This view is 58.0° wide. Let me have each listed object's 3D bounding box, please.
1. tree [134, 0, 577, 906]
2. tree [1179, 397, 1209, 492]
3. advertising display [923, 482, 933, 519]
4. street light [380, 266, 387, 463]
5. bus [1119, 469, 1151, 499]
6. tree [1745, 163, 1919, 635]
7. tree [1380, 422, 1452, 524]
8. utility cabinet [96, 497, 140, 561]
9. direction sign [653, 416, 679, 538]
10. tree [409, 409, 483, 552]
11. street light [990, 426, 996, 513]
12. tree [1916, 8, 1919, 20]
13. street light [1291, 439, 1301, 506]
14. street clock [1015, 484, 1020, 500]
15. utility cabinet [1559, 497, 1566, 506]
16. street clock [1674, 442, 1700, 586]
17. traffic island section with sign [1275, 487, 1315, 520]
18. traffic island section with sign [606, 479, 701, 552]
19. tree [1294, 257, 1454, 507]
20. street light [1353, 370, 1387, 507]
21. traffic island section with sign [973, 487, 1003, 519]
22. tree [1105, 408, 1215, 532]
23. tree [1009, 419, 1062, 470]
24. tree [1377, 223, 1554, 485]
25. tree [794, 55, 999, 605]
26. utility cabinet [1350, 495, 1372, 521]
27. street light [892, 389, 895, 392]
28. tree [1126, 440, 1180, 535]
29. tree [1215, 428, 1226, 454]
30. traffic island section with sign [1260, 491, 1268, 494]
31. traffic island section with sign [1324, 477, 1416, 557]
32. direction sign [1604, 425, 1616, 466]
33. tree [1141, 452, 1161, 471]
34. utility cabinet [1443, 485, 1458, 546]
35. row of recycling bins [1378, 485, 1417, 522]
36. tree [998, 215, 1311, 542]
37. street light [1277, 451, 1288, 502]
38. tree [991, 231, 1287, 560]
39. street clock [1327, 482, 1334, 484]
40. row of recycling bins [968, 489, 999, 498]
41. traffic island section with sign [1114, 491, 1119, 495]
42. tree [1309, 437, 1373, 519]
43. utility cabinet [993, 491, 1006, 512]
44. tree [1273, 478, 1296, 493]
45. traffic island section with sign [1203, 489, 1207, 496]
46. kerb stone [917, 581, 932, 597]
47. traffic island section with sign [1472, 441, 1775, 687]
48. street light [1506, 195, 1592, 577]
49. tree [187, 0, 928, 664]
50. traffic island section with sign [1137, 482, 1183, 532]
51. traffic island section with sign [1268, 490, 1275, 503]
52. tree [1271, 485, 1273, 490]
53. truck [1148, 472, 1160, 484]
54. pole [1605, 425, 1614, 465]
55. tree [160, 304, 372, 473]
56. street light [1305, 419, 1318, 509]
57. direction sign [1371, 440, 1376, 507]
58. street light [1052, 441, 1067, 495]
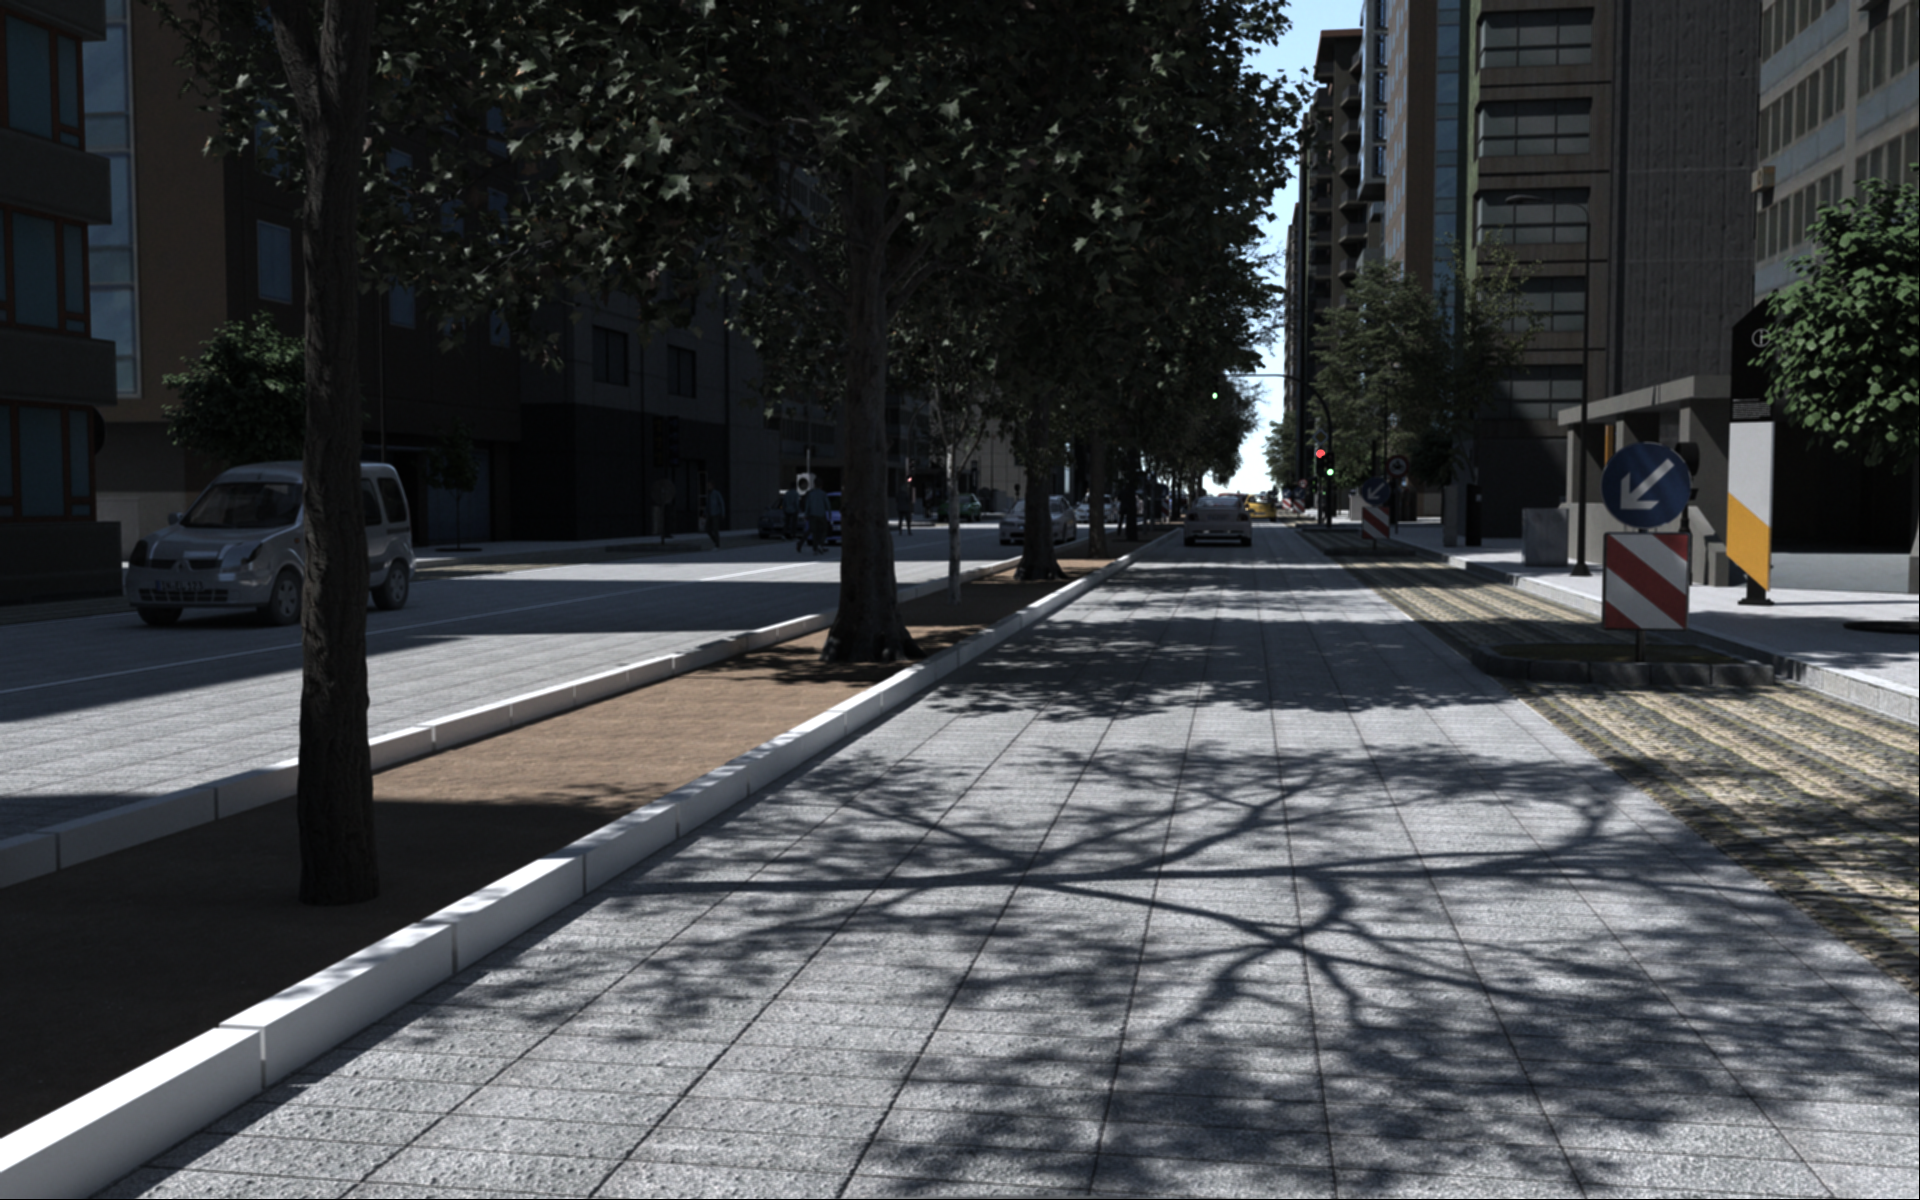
[{"bbox_3d":[-2.272,-4.195,5.456,8.767,10.594,7.601,1,4,9],"label":"tree"},{"bbox_3d":[6.443,-6.557,60.031,4.360,8.622,3.978,0,3,0],"label":"tree"},{"bbox_3d":[-1.690,-5.259,91.205,0.123,1.923,0.974,2,4,27],"label":"advertising display"},{"bbox_3d":[-10.626,-3.724,33.428,1.470,5.913,1.316,1,4,9],"label":"street light"},{"bbox_3d":[18.128,-11.338,176.925,2.896,3.916,12.252,1,4,9],"label":"bus"},{"bbox_3d":[9.133,-1.984,16.156,4.285,4.588,4.351,0,3,0],"label":"tree"},{"bbox_3d":[20.738,-5.536,74.219,4.285,4.588,4.351,0,3,0],"label":"tree"},{"bbox_3d":[-16.166,-1.335,32.986,0.306,1.237,1.020,2,4,28],"label":"utility cabinet"},{"bbox_3d":[-8.532,-3.568,50.331,0.876,3.537,0.379,2,4,24],"label":"direction sign"},{"bbox_3d":[-11.273,-2.721,39.088,1.663,3.219,1.824,0,3,0],"label":"tree"},{"bbox_3d":[2.660,-8.713,115.004,1.470,5.913,1.316,1,4,9],"label":"street light"},{"bbox_3d":[6.652,-3.520,7.908,4.360,8.622,3.978,0,3,0],"label":"tree"},{"bbox_3d":[28.772,-10.659,146.819,1.470,5.913,1.316,1,4,9],"label":"street light"},{"bbox_3d":[4.198,-7.468,126.678,0.358,2.002,0.471,2,4,30],"label":"street clock"},{"bbox_3d":[15.296,-1.937,42.824,1.020,1.237,0.306,-2,4,-25],"label":"utility cabinet"},{"bbox_3d":[10.150,-1.203,24.247,0.358,2.002,0.471,0,4,8],"label":"street clock"},{"bbox_3d":[18.540,-5.309,95.428,1.989,1.847,2.006,1,4,9],"label":"traffic island section with sign"},{"bbox_3d":[-7.601,-2.131,43.467,1.989,1.847,2.006,1,4,9],"label":"traffic island section with sign"},{"bbox_3d":[20.524,-10.097,83.219,7.486,12.596,7.792,0,3,0],"label":"tree"},{"bbox_3d":[15.440,-5.661,65.103,1.470,5.913,1.316,1,4,9],"label":"street light"},{"bbox_3d":[1.425,-5.508,98.686,1.989,1.847,2.006,1,4,9],"label":"traffic island section with sign"},{"bbox_3d":[7.230,-6.880,65.307,4.737,8.622,4.395,0,3,0],"label":"tree"},{"bbox_3d":[6.807,-11.920,145.250,4.737,8.622,4.395,0,3,0],"label":"tree"},{"bbox_3d":[13.767,-5.909,46.970,4.737,8.622,4.395,0,3,0],"label":"tree"},{"bbox_3d":[-0.095,-4.217,21.772,4.360,8.622,3.978,0,3,0],"label":"tree"},{"bbox_3d":[19.214,-4.391,82.948,1.020,1.237,0.306,0,4,2],"label":"utility cabinet"},{"bbox_3d":[-3.564,-6.372,76.724,1.470,5.913,1.316,1,4,9],"label":"street light"},{"bbox_3d":[3.307,-5.529,43.221,4.360,8.622,3.978,0,3,0],"label":"tree"},{"bbox_3d":[16.023,-10.057,117.255,4.737,8.622,4.395,0,3,0],"label":"tree"},{"bbox_3d":[31.109,-10.006,172.225,1.989,1.847,2.006,1,4,9],"label":"traffic island section with sign"},{"bbox_3d":[9.550,-1.949,40.495,1.989,1.847,2.006,1,4,9],"label":"traffic island section with sign"},{"bbox_3d":[18.124,-3.451,48.416,0.876,3.537,0.379,1,4,13],"label":"direction sign"},{"bbox_3d":[32.978,-23.363,307.734,9.928,11.665,9.643,0,3,0],"label":"tree"},{"bbox_3d":[12.039,-2.073,42.567,0.318,1.500,1.173,1,4,14],"label":"utility cabinet"},{"bbox_3d":[20.260,-4.479,80.351,1.069,1.692,3.534,2,4,34],"label":"row of recycling bins"},{"bbox_3d":[5.160,-8.495,51.713,12.009,13.543,11.850,0,3,0],"label":"tree"},{"bbox_3d":[34.898,-12.978,184.732,1.470,5.913,1.316,1,4,9],"label":"street light"},{"bbox_3d":[3.045,-7.123,37.053,7.486,12.596,7.792,0,3,0],"label":"tree"},{"bbox_3d":[21.535,-5.878,100.668,0.471,2.002,0.358,-3,5,-41],"label":"street clock"},{"bbox_3d":[1.623,-7.909,136.424,3.534,1.692,1.069,-3,4,-36],"label":"row of recycling bins"},{"bbox_3d":[18.266,-11.805,201.640,1.989,1.847,2.006,1,4,9],"label":"traffic island section with sign"},{"bbox_3d":[21.002,-6.559,90.959,4.285,4.588,4.351,0,3,0],"label":"tree"},{"bbox_3d":[2.793,-6.971,122.657,0.318,1.500,1.173,3,4,37],"label":"utility cabinet"},{"bbox_3d":[41.067,-13.716,218.853,1.663,3.219,1.824,0,3,0],"label":"tree"},{"bbox_3d":[20.777,-8.574,148.317,2.006,1.907,1.989,1,4,9],"label":"traffic island section with sign"},{"bbox_3d":[-0.570,-0.124,24.252,0.120,0.150,1.000,1,4,9],"label":"kerb stone"},{"bbox_3d":[5.204,-0.322,13.891,1.989,1.847,2.006,1,4,9],"label":"traffic island section with sign"},{"bbox_3d":[9.188,-3.333,27.037,1.470,5.913,1.316,1,4,9],"label":"street light"},{"bbox_3d":[-0.820,-5.819,14.600,9.611,12.733,9.660,0,3,0],"label":"tree"},{"bbox_3d":[7.450,-3.591,66.851,2.006,1.907,1.989,1,4,9],"label":"traffic island section with sign"},{"bbox_3d":[23.002,-6.976,122.681,1.989,1.847,2.006,1,4,9],"label":"traffic island section with sign"},{"bbox_3d":[53.397,-18.316,294.064,1.663,3.219,1.824,0,3,0],"label":"tree"},{"bbox_3d":[23.088,-13.460,209.829,2.967,4.110,18.799,1,4,9],"label":"truck"},{"bbox_3d":[16.865,-3.132,45.051,0.158,3.312,0.155,0,3,0],"label":"pole"},{"bbox_3d":[-11.952,-2.832,30.022,4.285,4.588,4.351,0,3,0],"label":"tree"},{"bbox_3d":[22.352,-8.274,107.816,1.470,5.913,1.316,1,4,9],"label":"street light"},{"bbox_3d":[17.560,-4.988,73.548,0.379,3.537,0.876,1,4,23],"label":"direction sign"},{"bbox_3d":[8.659,-10.969,151.876,1.470,5.913,1.316,1,4,9],"label":"street light"}]
